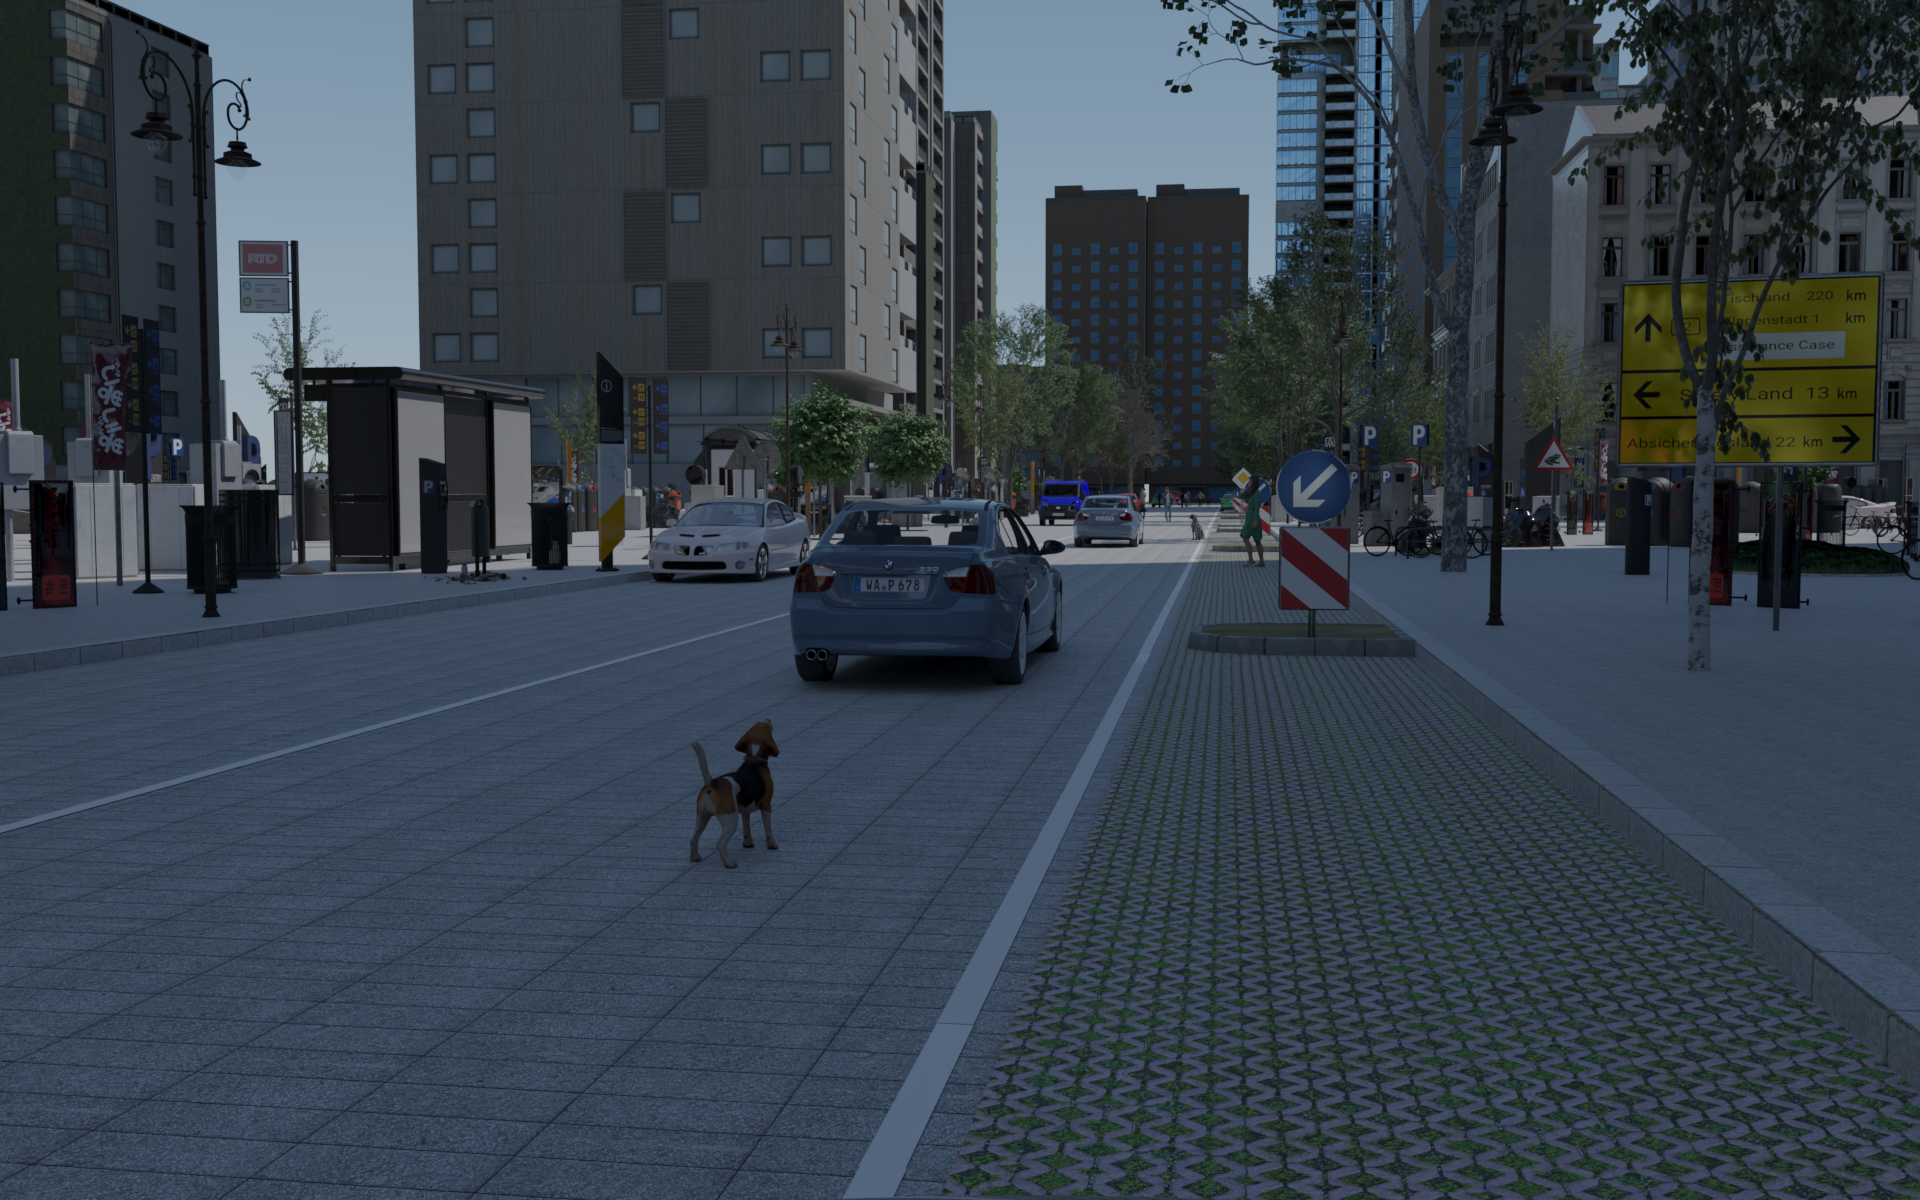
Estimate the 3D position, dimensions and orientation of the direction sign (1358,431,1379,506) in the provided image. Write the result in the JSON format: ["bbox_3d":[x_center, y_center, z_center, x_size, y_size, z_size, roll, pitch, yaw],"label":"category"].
[{"bbox_3d":[14.638,-4.291,62.163,0.876,3.537,0.379,-2,4,-23],"label":"direction sign"}]

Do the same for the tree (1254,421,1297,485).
[{"bbox_3d":[23.274,-10.940,129.230,4.737,8.622,4.395,0,3,0],"label":"tree"}]

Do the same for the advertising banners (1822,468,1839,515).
[{"bbox_3d":[23.457,-3.180,48.185,2.074,3.025,0.090,1,4,12],"label":"advertising banners"}]

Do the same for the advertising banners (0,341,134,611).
[{"bbox_3d":[-10.214,-1.420,19.400,0.090,3.025,2.074,2,4,35],"label":"advertising banners"}]

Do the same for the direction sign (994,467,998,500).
[{"bbox_3d":[2.970,-9.261,143.411,0.379,3.537,0.876,-1,4,-15],"label":"direction sign"}]

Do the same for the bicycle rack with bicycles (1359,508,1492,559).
[{"bbox_3d":[9.699,-1.334,35.201,2.925,0.926,2.852,0,4,8],"label":"bicycle rack with bicycles"}]

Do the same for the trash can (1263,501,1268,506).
[{"bbox_3d":[19.070,-5.846,107.235,0.748,1.137,0.748,0,3,0],"label":"trash can"}]

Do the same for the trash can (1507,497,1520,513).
[{"bbox_3d":[27.830,-4.605,86.947,0.748,1.137,0.748,0,3,0],"label":"trash can"}]

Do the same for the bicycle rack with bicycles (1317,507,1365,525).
[{"bbox_3d":[11.299,-2.176,48.955,2.925,0.926,2.852,0,4,-5],"label":"bicycle rack with bicycles"}]

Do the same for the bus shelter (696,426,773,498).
[{"bbox_3d":[-6.489,-3.712,54.612,2.014,3.302,5.546,1,4,9],"label":"bus shelter"}]

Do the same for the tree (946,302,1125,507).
[{"bbox_3d":[2.822,-10.229,93.006,9.928,11.665,9.643,0,3,0],"label":"tree"}]

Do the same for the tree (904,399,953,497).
[{"bbox_3d":[-1.892,-4.670,60.063,4.285,4.588,4.351,0,3,0],"label":"tree"}]

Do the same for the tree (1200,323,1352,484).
[{"bbox_3d":[20.931,-12.656,113.573,9.857,13.997,8.962,0,3,0],"label":"tree"}]

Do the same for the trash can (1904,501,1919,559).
[{"bbox_3d":[19.170,-1.394,34.438,0.748,1.137,0.748,0,3,0],"label":"trash can"}]

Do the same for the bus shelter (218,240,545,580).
[{"bbox_3d":[-9.918,-3.203,29.998,2.179,5.291,8.768,1,4,9],"label":"bus shelter"}]

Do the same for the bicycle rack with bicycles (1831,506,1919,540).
[{"bbox_3d":[28.152,-2.405,52.709,2.925,0.926,2.852,-1,4,-16],"label":"bicycle rack with bicycles"}]

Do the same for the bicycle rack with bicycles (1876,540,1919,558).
[{"bbox_3d":[21.292,-1.413,36.479,2.852,0.926,2.925,-3,5,-41],"label":"bicycle rack with bicycles"}]

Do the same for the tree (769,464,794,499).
[{"bbox_3d":[-9.794,-6.515,101.128,1.663,3.219,1.824,0,3,0],"label":"tree"}]

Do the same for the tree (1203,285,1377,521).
[{"bbox_3d":[17.889,-10.140,91.547,9.928,11.665,9.643,0,3,0],"label":"tree"}]

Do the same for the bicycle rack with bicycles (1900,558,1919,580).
[{"bbox_3d":[15.470,-0.698,24.793,2.852,0.926,2.925,-1,4,-9],"label":"bicycle rack with bicycles"}]

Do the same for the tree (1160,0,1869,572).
[{"bbox_3d":[8.332,-10.621,29.535,12.611,20.169,13.585,0,3,0],"label":"tree"}]

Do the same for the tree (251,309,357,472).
[{"bbox_3d":[-25.637,-7.203,68.131,4.737,8.622,4.395,0,3,0],"label":"tree"}]

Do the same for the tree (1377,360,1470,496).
[{"bbox_3d":[24.923,-8.733,93.150,4.737,8.622,4.395,0,3,0],"label":"tree"}]

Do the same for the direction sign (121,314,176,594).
[{"bbox_3d":[-10.517,-1.855,22.333,0.379,3.537,0.876,0,4,2],"label":"direction sign"}]

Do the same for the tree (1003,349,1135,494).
[{"bbox_3d":[6.434,-10.898,112.596,8.767,10.594,7.601,2,4,24],"label":"tree"}]

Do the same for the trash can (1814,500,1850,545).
[{"bbox_3d":[20.041,-1.724,39.841,0.748,1.137,0.748,0,3,0],"label":"trash can"}]

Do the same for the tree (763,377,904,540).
[{"bbox_3d":[-3.841,-3.974,48.689,4.285,4.588,4.351,0,3,0],"label":"tree"}]

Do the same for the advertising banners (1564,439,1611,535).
[{"bbox_3d":[19.759,-3.565,54.479,2.074,3.025,0.090,-2,4,-31],"label":"advertising banners"}]

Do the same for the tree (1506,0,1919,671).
[{"bbox_3d":[5.619,-3.790,12.326,4.360,8.622,3.978,0,3,0],"label":"tree"}]

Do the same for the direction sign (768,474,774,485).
[{"bbox_3d":[-9.538,-5.859,87.793,0.876,3.537,0.379,-2,4,-29],"label":"direction sign"}]

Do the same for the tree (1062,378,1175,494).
[{"bbox_3d":[15.839,-16.495,180.060,12.009,13.543,11.850,0,3,0],"label":"tree"}]

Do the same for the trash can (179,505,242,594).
[{"bbox_3d":[-9.690,-0.658,22.417,0.748,1.137,0.748,0,3,0],"label":"trash can"}]

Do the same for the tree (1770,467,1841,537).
[{"bbox_3d":[22.189,-3.124,45.677,1.663,3.219,1.824,0,3,0],"label":"tree"}]

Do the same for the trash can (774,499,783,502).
[{"bbox_3d":[-5.091,-2.120,46.320,0.748,1.137,0.748,0,3,0],"label":"trash can"}]

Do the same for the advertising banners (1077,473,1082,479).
[{"bbox_3d":[9.403,-9.095,144.893,0.090,3.025,2.074,-3,5,-43],"label":"advertising banners"}]

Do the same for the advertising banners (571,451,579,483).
[{"bbox_3d":[-14.888,-4.484,69.504,2.074,3.025,0.090,2,4,27],"label":"advertising banners"}]

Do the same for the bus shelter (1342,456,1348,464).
[{"bbox_3d":[22.122,-6.857,103.388,1.731,3.624,6.357,1,4,9],"label":"bus shelter"}]

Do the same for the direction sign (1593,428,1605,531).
[{"bbox_3d":[21.952,-4.128,59.492,0.379,3.537,0.876,0,4,0],"label":"direction sign"}]

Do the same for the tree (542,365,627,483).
[{"bbox_3d":[-20.723,-8.915,96.126,4.737,8.622,4.395,0,3,0],"label":"tree"}]

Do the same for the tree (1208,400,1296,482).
[{"bbox_3d":[29.188,-15.315,167.412,9.611,12.733,9.660,0,3,0],"label":"tree"}]

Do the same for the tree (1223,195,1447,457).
[{"bbox_3d":[11.749,-7.343,54.473,7.601,10.594,8.767,1,4,19],"label":"tree"}]

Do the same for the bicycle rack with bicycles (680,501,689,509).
[{"bbox_3d":[-13.159,-4.567,88.045,2.852,0.926,2.925,3,4,39],"label":"bicycle rack with bicycles"}]

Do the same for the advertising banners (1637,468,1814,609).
[{"bbox_3d":[8.685,-1.450,19.903,2.074,3.025,0.090,3,5,43],"label":"advertising banners"}]

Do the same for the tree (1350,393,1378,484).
[{"bbox_3d":[29.748,-10.440,121.052,4.737,8.622,4.395,0,3,0],"label":"tree"}]

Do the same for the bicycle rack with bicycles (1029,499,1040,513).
[{"bbox_3d":[6.901,-7.655,138.538,2.925,0.926,2.852,3,4,38],"label":"bicycle rack with bicycles"}]

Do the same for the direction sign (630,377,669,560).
[{"bbox_3d":[-6.060,-2.563,33.902,0.379,3.537,0.876,3,5,45],"label":"direction sign"}]

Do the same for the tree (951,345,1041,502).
[{"bbox_3d":[1.810,-8.219,84.735,4.737,8.622,4.395,0,3,0],"label":"tree"}]

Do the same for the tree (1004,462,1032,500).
[{"bbox_3d":[3.435,-6.547,101.637,1.663,3.219,1.824,0,3,0],"label":"tree"}]

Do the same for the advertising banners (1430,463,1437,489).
[{"bbox_3d":[27.039,-6.151,96.762,0.090,3.025,2.074,-2,4,-32],"label":"advertising banners"}]

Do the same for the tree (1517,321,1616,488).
[{"bbox_3d":[25.221,-7.493,72.865,4.737,8.622,4.395,0,3,0],"label":"tree"}]
